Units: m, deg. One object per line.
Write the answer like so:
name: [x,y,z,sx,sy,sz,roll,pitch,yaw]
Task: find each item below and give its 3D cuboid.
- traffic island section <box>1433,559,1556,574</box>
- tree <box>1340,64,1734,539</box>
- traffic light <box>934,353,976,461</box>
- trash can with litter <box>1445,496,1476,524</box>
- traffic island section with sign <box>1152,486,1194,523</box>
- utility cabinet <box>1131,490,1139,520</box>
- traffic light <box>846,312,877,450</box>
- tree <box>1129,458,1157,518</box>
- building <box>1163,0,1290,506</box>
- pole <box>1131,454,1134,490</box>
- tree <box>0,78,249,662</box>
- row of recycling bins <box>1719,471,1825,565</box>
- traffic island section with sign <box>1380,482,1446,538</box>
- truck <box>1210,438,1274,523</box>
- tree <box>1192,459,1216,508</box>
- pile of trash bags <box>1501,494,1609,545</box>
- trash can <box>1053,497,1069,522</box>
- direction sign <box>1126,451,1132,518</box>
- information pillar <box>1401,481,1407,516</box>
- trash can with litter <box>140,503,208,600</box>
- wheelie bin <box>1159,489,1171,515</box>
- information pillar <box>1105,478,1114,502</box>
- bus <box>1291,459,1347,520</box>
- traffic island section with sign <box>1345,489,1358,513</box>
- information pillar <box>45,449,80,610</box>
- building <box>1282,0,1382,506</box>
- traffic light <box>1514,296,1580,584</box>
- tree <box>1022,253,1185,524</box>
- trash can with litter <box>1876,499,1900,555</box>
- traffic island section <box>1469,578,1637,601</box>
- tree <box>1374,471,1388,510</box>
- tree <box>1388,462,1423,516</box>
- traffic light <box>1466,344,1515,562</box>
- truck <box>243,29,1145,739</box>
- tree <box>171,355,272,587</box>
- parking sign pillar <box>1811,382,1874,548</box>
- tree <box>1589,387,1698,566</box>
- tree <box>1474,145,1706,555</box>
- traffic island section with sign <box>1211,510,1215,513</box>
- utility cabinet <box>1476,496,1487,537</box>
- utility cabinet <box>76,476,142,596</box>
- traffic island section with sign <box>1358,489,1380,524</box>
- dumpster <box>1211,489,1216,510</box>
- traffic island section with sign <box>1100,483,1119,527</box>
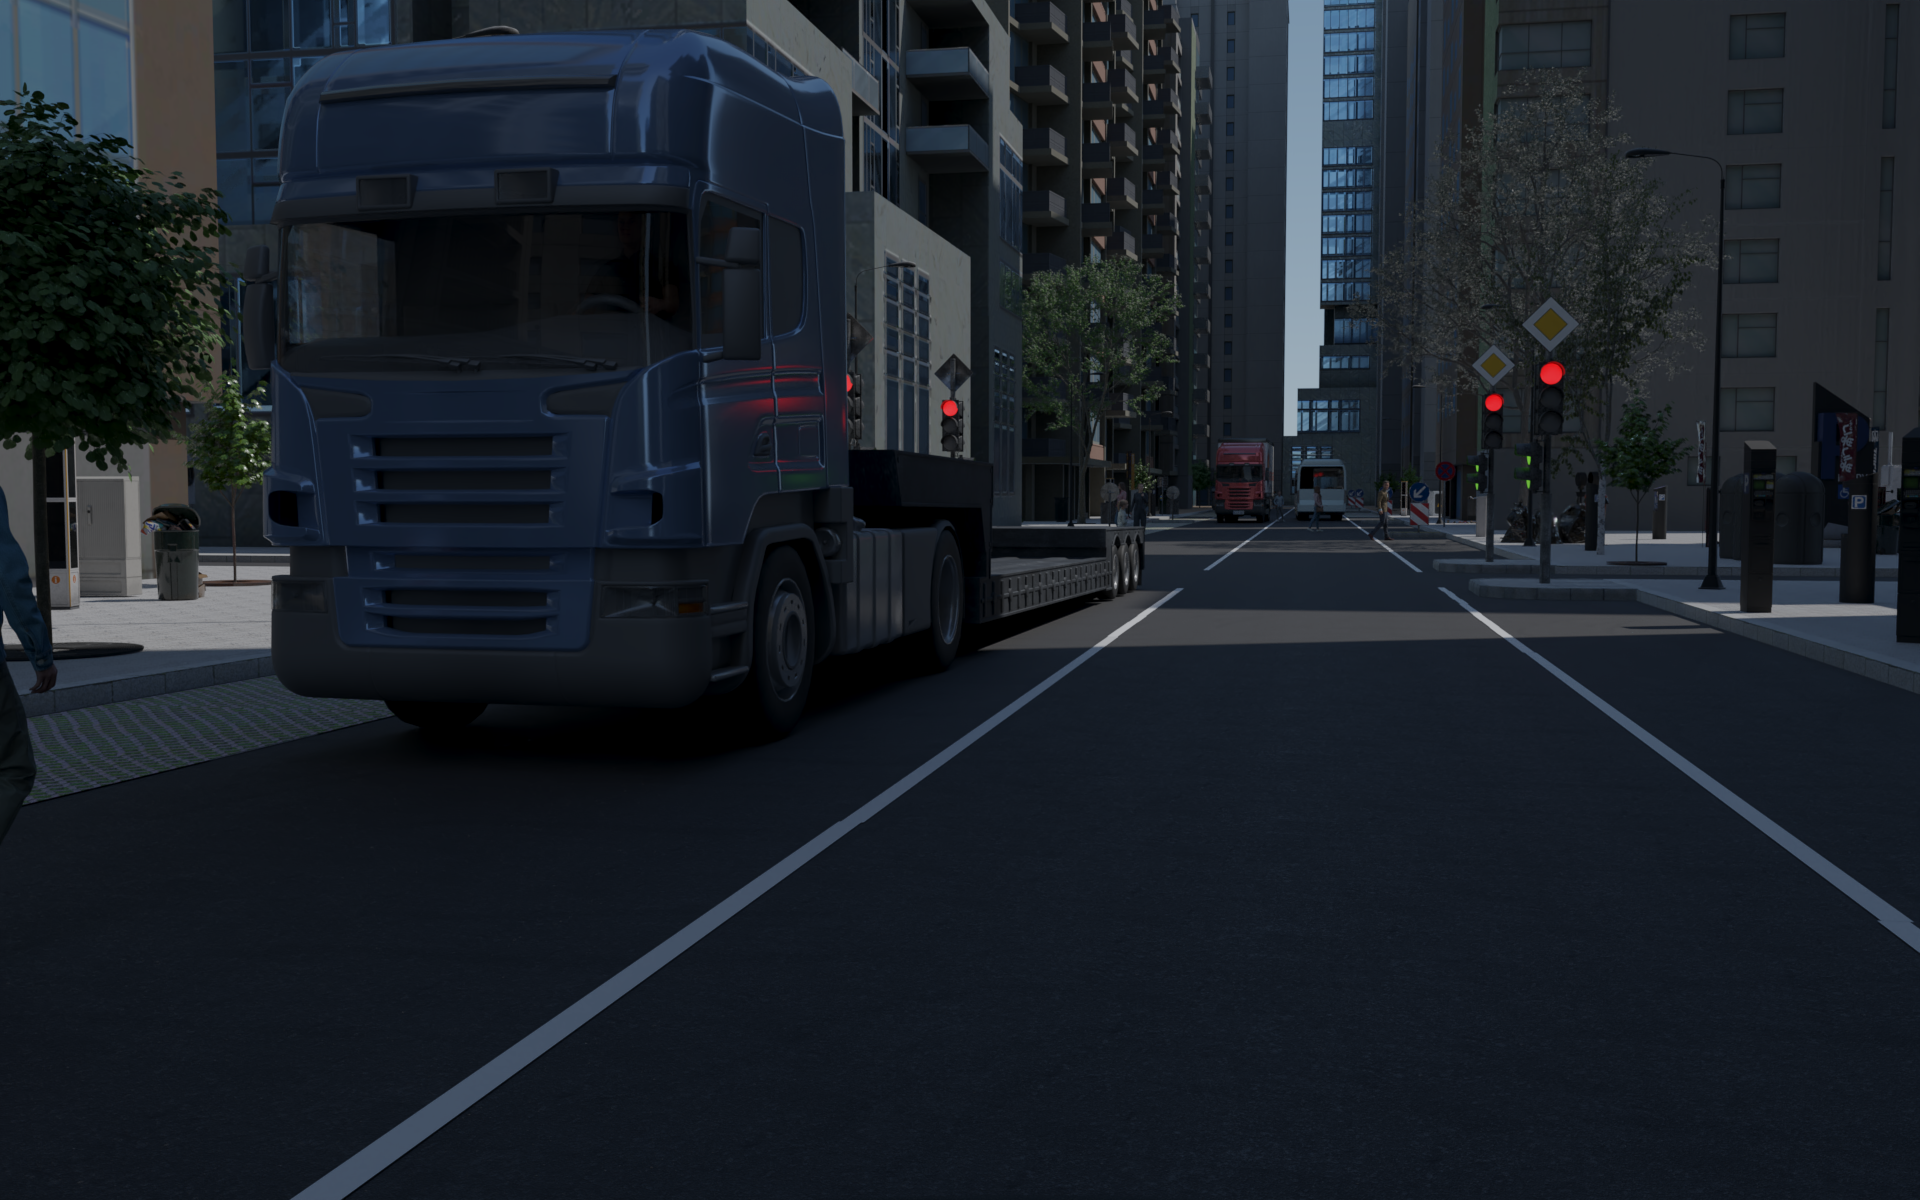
traffic island section: [10.021,-0.638,32.706,2.009,0.180,2.903,1,4,12]
tree: [16.172,-8.478,48.992,12.009,13.543,11.850,0,3,0]
traffic light: [-0.123,-2.796,34.641,0.839,4.253,0.868,1,4,12]
trash can with litter: [22.102,-3.970,75.963,2.233,1.210,1.678,1,4,20]
traffic island section with sign: [10.563,-4.707,85.589,1.989,1.847,2.006,1,4,12]
utility cabinet: [8.769,-4.753,86.389,0.318,1.500,1.173,1,4,17]
traffic light: [-1.722,-2.318,26.817,0.839,4.253,0.868,1,4,12]
tree: [9.748,-5.998,92.669,1.663,3.219,1.824,0,3,0]
building: [23.872,-40.415,202.778,28.212,58.520,21.231,1,4,12]
pole: [8.736,-5.732,87.566,0.158,3.312,0.155,0,3,0]
tree: [-7.286,-1.843,13.846,4.285,4.588,4.351,0,3,0]
row of recycling bins: [15.394,-1.583,32.992,1.069,1.692,3.534,0,4,5]
traffic island section with sign: [15.195,-3.013,57.883,1.989,1.847,2.006,1,4,12]
truck: [14.687,-6.141,89.323,2.839,4.237,11.283,1,4,12]
tree: [21.690,-10.606,157.126,4.285,4.588,4.351,0,3,0]
pile of trash bags: [15.554,-2.138,44.707,1.912,1.369,3.447,-1,4,-16]
trash can: [4.632,-4.134,79.251,0.748,1.137,0.748,0,3,0]
direction sign: [8.878,-6.062,91.117,0.379,3.537,0.876,-1,4,-11]
information pillar: [25.854,-5.892,100.833,0.304,2.012,0.304,2,4,25]
trash can with litter: [-9.578,-0.598,21.166,0.624,1.170,1.055,-1,4,-15]
wheelie bin: [12.870,-6.166,108.715,0.693,1.594,0.980,1,4,22]
information pillar: [6.956,-4.654,80.587,0.304,2.012,0.304,3,4,36]
bus: [20.332,-6.321,98.212,2.948,3.499,13.247,1,4,10]
traffic island section with sign: [30.411,-7.573,132.451,1.989,1.847,2.006,1,4,12]
information pillar: [-9.997,-0.900,19.209,0.304,2.012,0.304,-1,4,-8]
building: [53.045,-54.076,196.819,31.000,86.520,22.319,1,4,12]
traffic light: [8.385,-2.193,24.776,0.839,4.253,0.868,1,4,12]
tree: [5.379,-9.054,73.787,9.928,11.665,9.643,0,3,0]
trash can with litter: [19.338,-1.542,36.604,1.055,1.170,0.624,0,4,7]
traffic island section: [8.422,-0.159,24.882,2.009,0.180,2.903,1,4,12]
tree: [33.059,-8.477,133.202,1.663,3.219,1.824,0,3,0]
tree: [26.851,-6.680,103.823,1.663,3.219,1.824,0,3,0]
traffic light: [9.983,-2.672,32.600,0.839,4.253,0.868,1,4,12]
truck: [-0.547,-1.675,17.144,2.967,4.110,18.799,1,4,13]
tree: [-10.167,-1.813,24.250,1.663,3.219,1.824,0,3,0]
parking sign pillar: [21.168,-3.247,41.560,1.447,3.967,1.447,0,4,3]
tree: [12.181,-2.250,31.395,1.663,3.219,1.824,0,3,0]
tree: [13.382,-5.272,36.553,4.360,8.622,3.978,0,3,0]
traffic island section with sign: [20.548,-7.694,134.423,1.989,1.847,2.006,1,4,12]
utility cabinet: [15.665,-2.502,52.066,0.306,1.237,1.020,1,4,18]
utility cabinet: [-10.884,-0.796,21.687,1.173,1.500,0.318,1,4,11]
traffic island section with sign: [20.587,-4.631,84.350,1.989,1.847,2.006,1,4,12]
dumpster: [20.701,-7.829,136.218,1.865,1.857,1.264,1,4,13]
traffic island section with sign: [5.102,-3.070,58.823,1.989,1.847,2.006,1,4,12]
